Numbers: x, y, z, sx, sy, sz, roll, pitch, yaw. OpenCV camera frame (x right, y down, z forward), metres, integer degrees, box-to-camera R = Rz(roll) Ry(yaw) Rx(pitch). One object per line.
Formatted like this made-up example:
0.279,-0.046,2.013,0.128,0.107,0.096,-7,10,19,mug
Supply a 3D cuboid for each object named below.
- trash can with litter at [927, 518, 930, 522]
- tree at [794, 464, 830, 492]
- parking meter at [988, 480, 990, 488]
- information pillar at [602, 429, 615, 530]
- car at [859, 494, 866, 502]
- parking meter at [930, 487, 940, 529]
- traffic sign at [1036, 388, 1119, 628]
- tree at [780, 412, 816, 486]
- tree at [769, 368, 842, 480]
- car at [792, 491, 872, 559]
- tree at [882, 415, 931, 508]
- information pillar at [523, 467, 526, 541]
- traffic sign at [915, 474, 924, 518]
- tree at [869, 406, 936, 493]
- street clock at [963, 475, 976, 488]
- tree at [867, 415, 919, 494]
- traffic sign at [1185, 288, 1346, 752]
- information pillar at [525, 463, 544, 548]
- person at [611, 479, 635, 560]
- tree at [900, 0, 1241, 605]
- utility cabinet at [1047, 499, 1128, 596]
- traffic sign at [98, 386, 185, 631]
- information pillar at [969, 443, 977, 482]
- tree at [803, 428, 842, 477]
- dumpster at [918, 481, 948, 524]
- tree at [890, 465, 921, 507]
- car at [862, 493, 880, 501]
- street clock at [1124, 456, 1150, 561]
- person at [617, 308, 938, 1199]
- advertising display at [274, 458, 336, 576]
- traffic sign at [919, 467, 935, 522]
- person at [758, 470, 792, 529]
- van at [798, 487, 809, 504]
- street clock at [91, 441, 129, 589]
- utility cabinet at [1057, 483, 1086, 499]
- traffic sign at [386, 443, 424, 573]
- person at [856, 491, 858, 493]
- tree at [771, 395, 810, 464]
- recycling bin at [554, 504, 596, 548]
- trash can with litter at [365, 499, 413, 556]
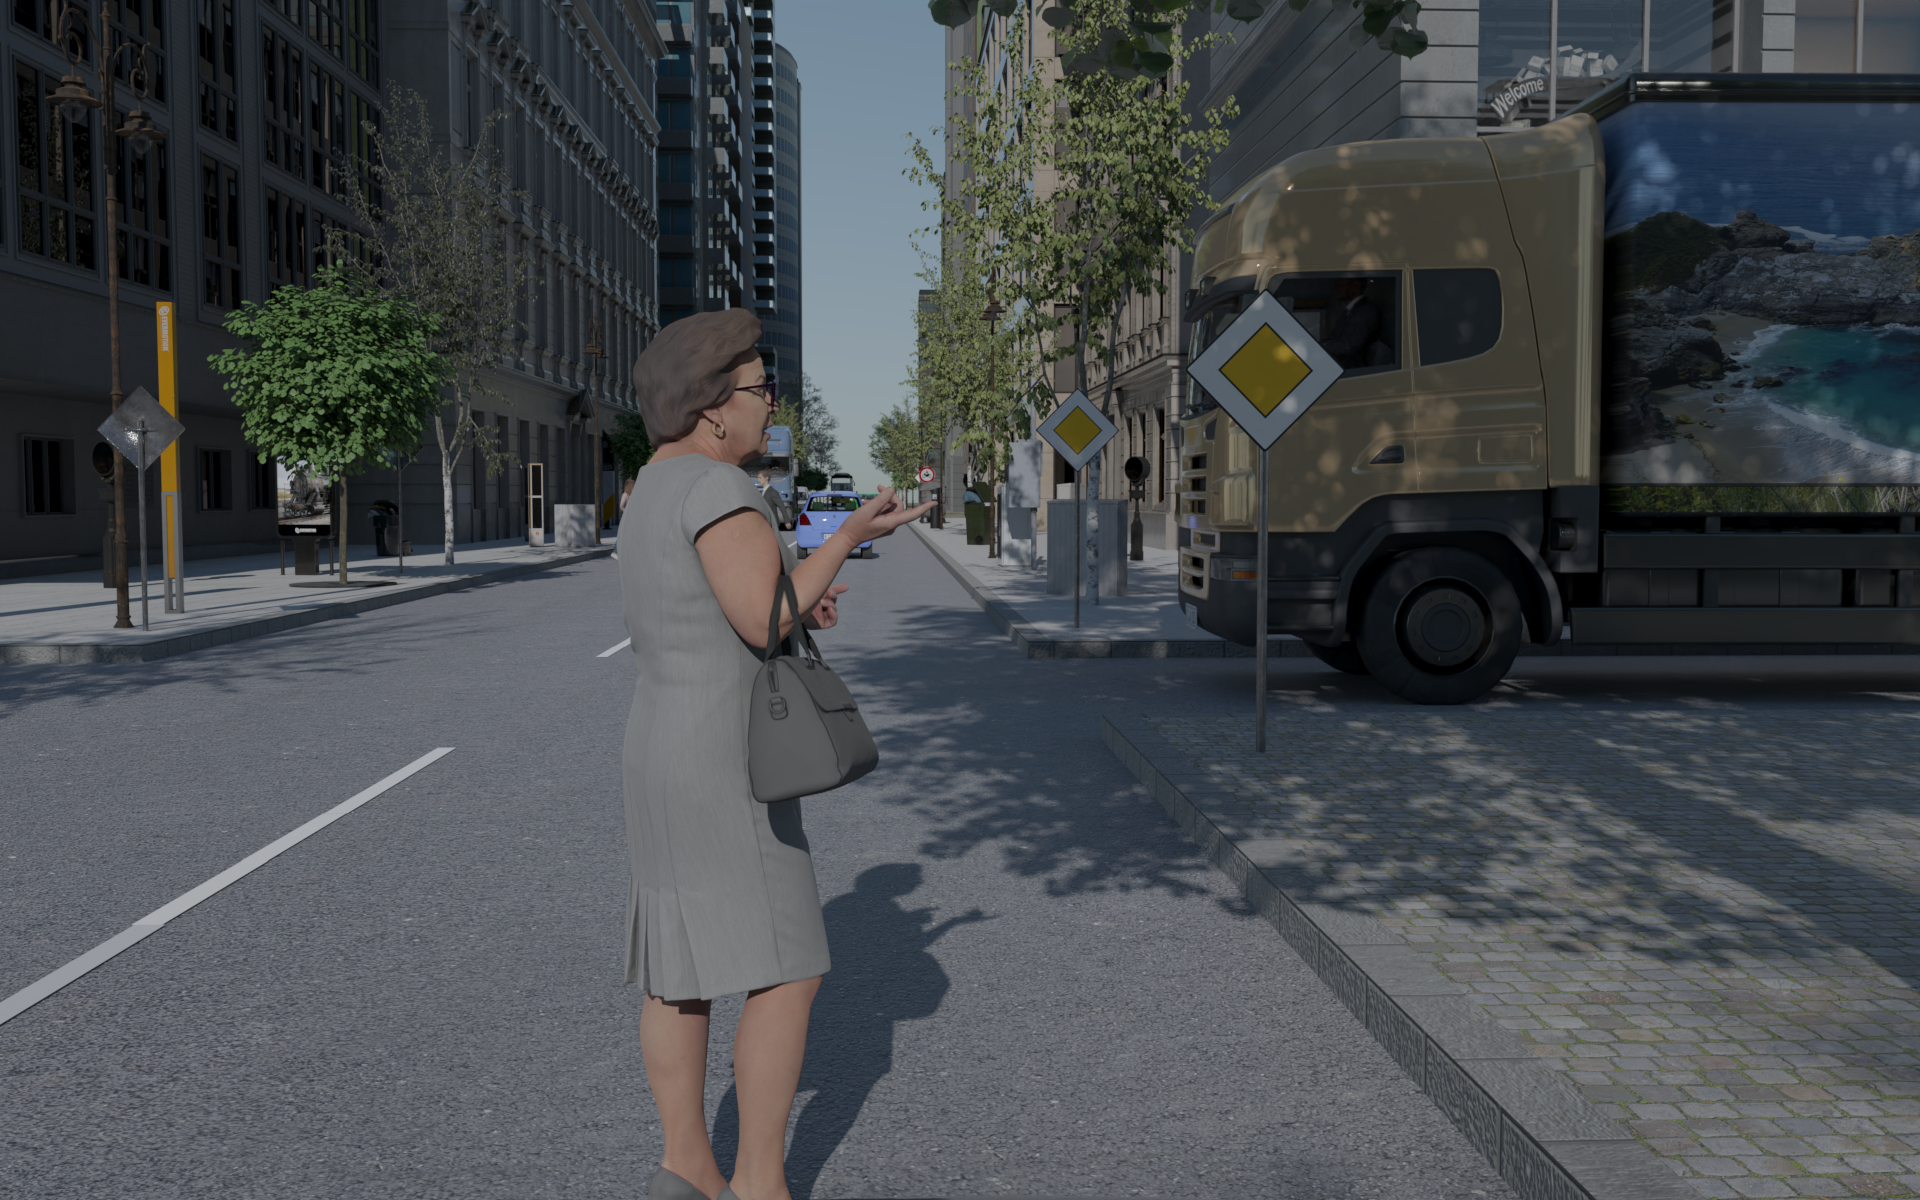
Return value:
-1.170,-4.131,78.935,0.624,1.170,1.055,-1,4,-19,trash can with litter
-17.416,-13.977,212.235,4.285,4.588,4.351,0,3,0,tree
1.309,-4.092,72.609,0.255,1.863,0.399,0,4,3,parking meter
-12.658,-4.341,62.331,0.504,3.616,0.183,2,4,28,information pillar
-7.108,-7.238,127.138,1.959,1.807,4.718,0,4,-3,car
-0.922,-3.417,64.285,0.372,1.533,0.369,0,3,0,parking meter
1.117,-0.789,16.539,0.795,2.450,0.064,0,4,-3,traffic sign
-14.854,-12.404,153.168,4.360,8.622,3.978,0,3,0,tree
-16.101,-15.721,167.414,12.009,13.543,11.850,0,3,0,tree
-2.857,-1.818,39.318,1.945,1.707,3.694,0,4,-5,car
-4.798,-12.443,153.811,4.360,8.622,3.978,0,3,0,tree
-11.583,-2.589,46.830,0.304,2.012,0.304,-3,5,-41,information pillar
-1.703,-4.860,80.652,0.795,2.450,0.064,0,4,1,traffic sign
-6.147,-15.258,183.887,7.601,10.594,8.767,-1,4,-20,tree
0.346,-3.611,63.604,0.471,2.002,0.358,0,4,5,street clock
-8.653,-18.497,228.176,9.928,11.665,9.643,0,3,0,tree
1.495,-0.301,8.563,0.795,2.450,0.064,0,4,-3,traffic sign
-10.196,-2.272,41.639,0.304,2.012,0.304,-2,4,-23,information pillar
-7.294,-1.761,37.890,0.643,1.750,0.593,1,4,18,person
1.476,-4.264,20.081,4.737,8.622,4.395,0,3,0,tree
1.611,-0.664,22.020,1.020,1.237,0.306,2,4,31,utility cabinet
-7.619,-0.765,16.147,0.795,2.450,0.064,0,4,-3,traffic sign
0.575,-5.350,78.832,0.504,3.616,0.183,3,5,44,information pillar
-20.144,-19.036,245.656,7.601,10.594,8.767,-3,5,-44,tree
-1.173,-4.294,75.963,1.264,1.857,1.865,0,4,-3,dumpster
-5.371,-11.700,175.004,4.285,4.588,4.351,0,3,0,tree
-5.201,-6.075,108.118,1.959,1.807,4.718,0,4,-1,car
3.407,-1.758,33.321,0.358,2.002,0.471,-3,5,-45,street clock
-0.342,0.342,3.260,0.532,1.782,0.716,-2,4,-28,person
-10.314,-1.351,27.305,0.974,1.923,0.123,1,4,11,advertising display
-1.527,-4.899,80.205,0.768,2.556,0.104,0,4,4,traffic sign
-3.433,-1.373,30.729,0.755,1.850,0.659,-2,4,-26,person
-9.205,-5.506,97.029,2.013,2.044,4.112,0,4,-3,van
-11.549,-1.163,23.580,0.471,2.002,0.358,2,4,26,street clock
2.281,-1.644,35.560,0.318,1.500,1.173,1,4,20,utility cabinet
-9.062,-1.641,28.020,0.795,2.450,0.064,0,4,3,traffic sign
-13.197,-13.012,221.267,0.705,1.821,1.348,2,4,27,person
-13.611,-10.887,128.372,4.737,8.622,4.395,0,3,0,tree
-9.276,-1.785,41.743,0.722,1.027,0.722,3,5,41,recycling bin
-11.821,-1.502,35.949,0.624,1.170,1.055,0,4,7,trash can with litter
